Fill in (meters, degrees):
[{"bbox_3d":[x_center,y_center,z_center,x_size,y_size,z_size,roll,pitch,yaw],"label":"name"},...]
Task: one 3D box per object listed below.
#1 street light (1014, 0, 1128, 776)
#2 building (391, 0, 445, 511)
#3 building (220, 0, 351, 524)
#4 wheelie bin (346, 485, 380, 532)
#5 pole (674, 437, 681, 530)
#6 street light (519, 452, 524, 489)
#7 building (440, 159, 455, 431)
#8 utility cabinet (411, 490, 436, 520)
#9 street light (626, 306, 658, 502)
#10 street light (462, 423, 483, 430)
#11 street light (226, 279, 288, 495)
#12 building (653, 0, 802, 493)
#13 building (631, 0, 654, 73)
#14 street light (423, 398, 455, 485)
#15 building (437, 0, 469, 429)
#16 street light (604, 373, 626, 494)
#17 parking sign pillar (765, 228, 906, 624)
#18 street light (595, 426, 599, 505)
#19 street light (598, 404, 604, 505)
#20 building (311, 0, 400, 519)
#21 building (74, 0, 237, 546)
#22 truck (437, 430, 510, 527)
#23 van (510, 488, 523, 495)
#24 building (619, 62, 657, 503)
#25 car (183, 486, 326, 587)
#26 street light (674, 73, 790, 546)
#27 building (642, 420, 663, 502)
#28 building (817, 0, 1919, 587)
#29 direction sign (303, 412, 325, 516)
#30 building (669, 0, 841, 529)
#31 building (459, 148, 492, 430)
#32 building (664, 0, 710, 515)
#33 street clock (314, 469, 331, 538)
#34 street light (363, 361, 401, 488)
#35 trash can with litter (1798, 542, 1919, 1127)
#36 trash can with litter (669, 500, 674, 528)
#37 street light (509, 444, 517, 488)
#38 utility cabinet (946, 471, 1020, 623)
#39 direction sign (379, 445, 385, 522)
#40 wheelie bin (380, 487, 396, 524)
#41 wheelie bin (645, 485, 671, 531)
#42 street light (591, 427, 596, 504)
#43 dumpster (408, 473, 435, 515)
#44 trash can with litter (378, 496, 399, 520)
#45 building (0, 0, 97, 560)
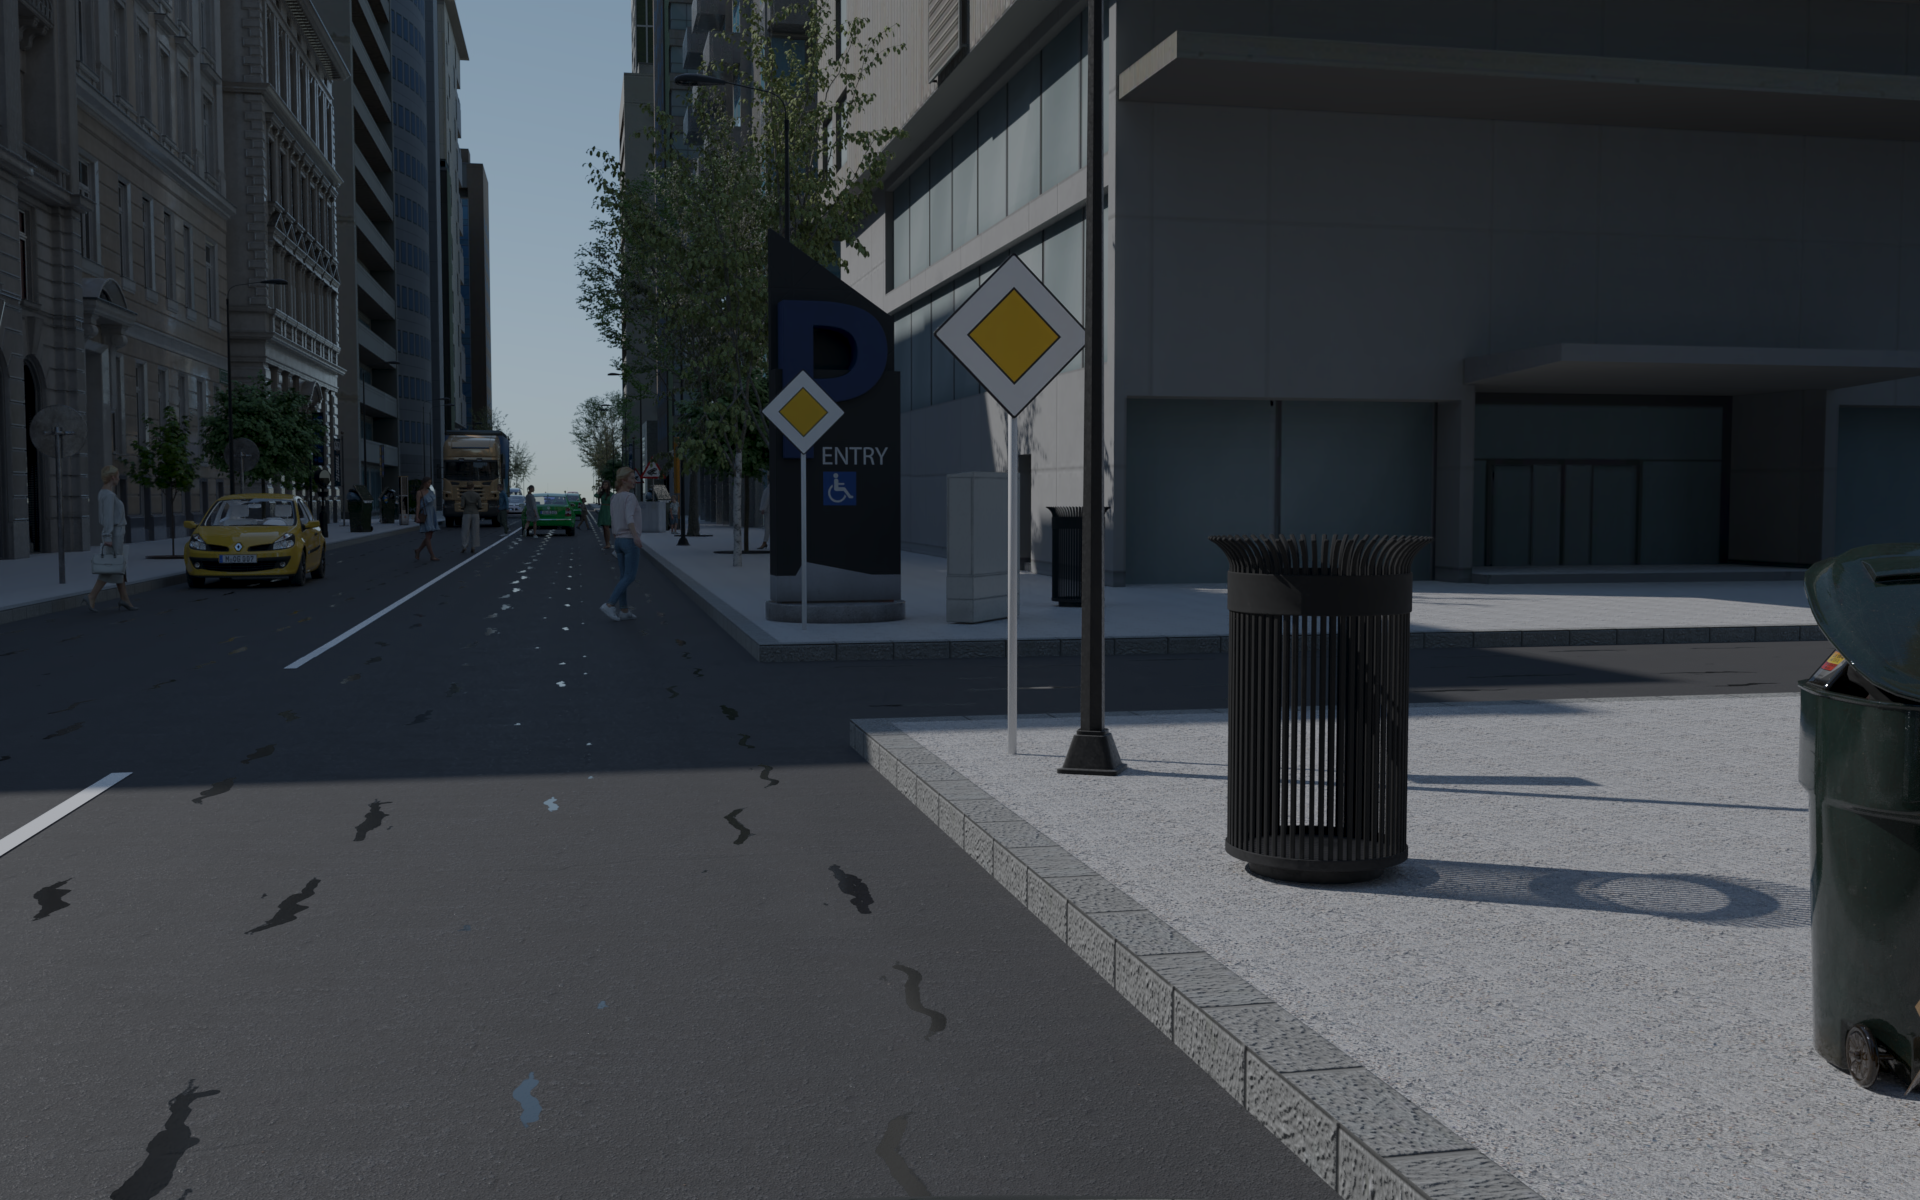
[{"bbox_3d":[0.084,-2.153,7.744,1.470,5.913,1.316,-1,4,-12],"label":"street light"},{"bbox_3d":[-47.903,-35.315,119.397,21.231,58.520,28.212,-1,4,-12],"label":"building"},{"bbox_3d":[-30.630,-14.592,67.460,11.050,23.489,19.941,-1,4,-12],"label":"building"},{"bbox_3d":[-20.154,-3.070,58.100,0.693,1.594,0.980,1,4,15],"label":"wheelie bin"},{"bbox_3d":[-10.145,-4.174,62.091,0.158,3.312,0.155,0,3,0],"label":"pole"},{"bbox_3d":[-49.572,-13.491,193.124,1.470,5.913,1.316,-1,4,-12],"label":"street light"},{"bbox_3d":[-49.160,-22.624,141.606,14.160,30.474,14.107,-1,4,-12],"label":"building"},{"bbox_3d":[-26.700,-4.742,86.217,1.173,1.500,0.318,-1,4,-21],"label":"utility cabinet"},{"bbox_3d":[-7.437,-4.305,42.928,1.470,5.913,1.316,-1,4,-12],"label":"street light"},{"bbox_3d":[-31.673,-8.557,112.443,1.470,5.913,1.316,-1,4,-12],"label":"street light"},{"bbox_3d":[-15.192,-3.969,37.434,1.470,5.913,1.316,-1,4,-12],"label":"street light"},{"bbox_3d":[-14.618,-29.021,124.605,14.600,45.320,14.200,-1,4,-12],"label":"building"},{"bbox_3d":[-36.219,-48.865,237.201,20.563,71.187,20.611,-1,4,-12],"label":"building"},{"bbox_3d":[-25.264,-6.786,83.496,1.470,5.913,1.316,-1,4,-12],"label":"street light"},{"bbox_3d":[-66.387,-36.179,180.765,28.713,52.752,27.495,-1,4,-12],"label":"building"},{"bbox_3d":[-12.790,-5.747,66.505,1.470,5.913,1.316,-1,4,-12],"label":"street light"},{"bbox_3d":[-1.282,-1.790,17.731,1.447,3.967,1.447,-1,4,-16],"label":"parking sign pillar"},{"bbox_3d":[-18.960,-7.456,94.448,1.470,5.913,1.316,-1,4,-12],"label":"street light"},{"bbox_3d":[-17.817,-7.158,89.572,1.470,5.913,1.316,-1,4,-12],"label":"street light"},{"bbox_3d":[-43.113,-28.788,94.389,21.300,48.544,21.600,-1,4,-12],"label":"building"},{"bbox_3d":[-28.612,-15.986,47.271,13.634,28.700,20.117,-1,4,-12],"label":"building"},{"bbox_3d":[-21.862,-5.476,78.446,2.839,4.237,11.283,-1,4,-12],"label":"truck"},{"bbox_3d":[-30.411,-6.751,117.397,2.013,2.044,4.112,-1,4,-13],"label":"van"},{"bbox_3d":[-26.785,-34.858,193.633,21.300,48.544,21.600,-1,4,-12],"label":"building"},{"bbox_3d":[-11.317,-1.083,27.924,2.015,1.641,3.980,-1,4,-14],"label":"car"},{"bbox_3d":[-2.468,-2.867,19.414,1.470,5.913,1.316,-1,4,-12],"label":"street light"},{"bbox_3d":[-15.402,-51.009,146.661,22.319,86.520,31.000,-1,4,-12],"label":"building"},{"bbox_3d":[11.678,-27.306,35.689,27.495,52.752,28.713,-1,4,-12],"label":"building"},{"bbox_3d":[-17.982,-3.423,47.957,0.876,3.537,0.379,1,4,14],"label":"direction sign"},{"bbox_3d":[-0.307,-27.841,74.811,23.786,49.044,30.456,-1,4,-12],"label":"building"},{"bbox_3d":[-69.002,-35.294,227.171,14.600,45.320,14.200,-1,4,-12],"label":"building"},{"bbox_3d":[-11.751,-26.123,110.708,14.154,41.232,14.086,-1,4,-12],"label":"building"},{"bbox_3d":[-18.734,-2.836,50.933,0.358,2.002,0.471,2,4,24],"label":"street clock"},{"bbox_3d":[-20.183,-5.373,60.391,1.470,5.913,1.316,-1,4,-12],"label":"street light"},{"bbox_3d":[2.186,0.476,3.605,0.624,1.170,1.055,0,4,5],"label":"trash can with litter"},{"bbox_3d":[-10.821,-3.244,64.421,0.624,1.170,1.055,0,4,-8],"label":"trash can with litter"},{"bbox_3d":[-44.547,-12.088,170.174,1.470,5.913,1.316,-1,4,-12],"label":"street light"},{"bbox_3d":[0.234,-0.542,17.544,0.318,1.500,1.173,2,4,25],"label":"utility cabinet"},{"bbox_3d":[-26.544,-5.357,79.584,0.379,3.537,0.876,-2,4,-30],"label":"direction sign"},{"bbox_3d":[-24.923,-4.128,75.393,0.693,1.594,0.980,-2,4,-28],"label":"wheelie bin"},{"bbox_3d":[-10.585,-3.221,60.577,0.693,1.594,0.980,3,4,38],"label":"wheelie bin"},{"bbox_3d":[-24.235,-8.920,118.376,1.470,5.913,1.316,-1,4,-12],"label":"street light"},{"bbox_3d":[-25.377,-4.795,80.885,1.502,2.255,1.985,-1,4,-12],"label":"dumpster"},{"bbox_3d":[-28.279,-4.548,85.746,1.055,1.170,0.624,0,4,-6],"label":"trash can with litter"},{"bbox_3d":[-22.895,-11.265,25.988,13.314,21.916,24.055,-1,4,-12],"label":"building"}]
